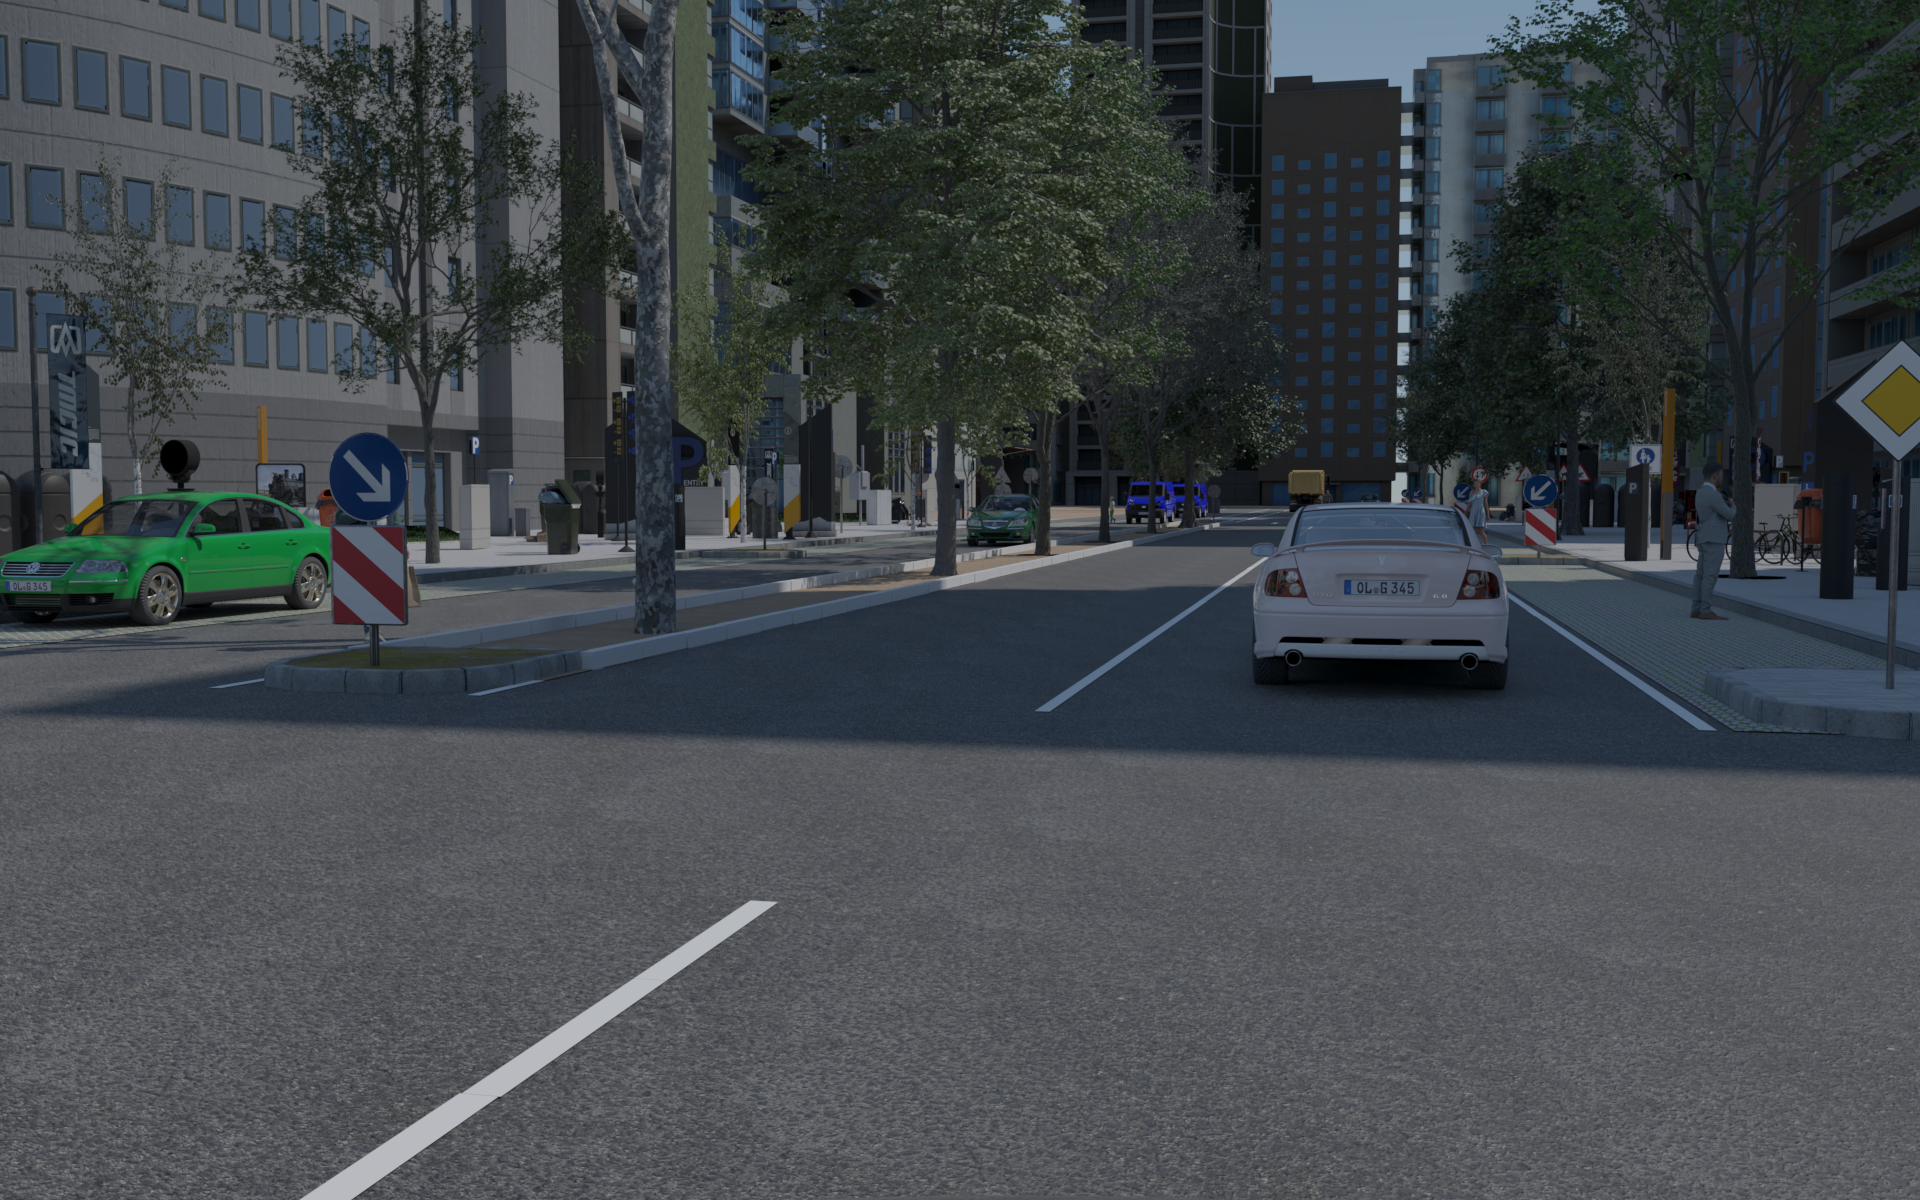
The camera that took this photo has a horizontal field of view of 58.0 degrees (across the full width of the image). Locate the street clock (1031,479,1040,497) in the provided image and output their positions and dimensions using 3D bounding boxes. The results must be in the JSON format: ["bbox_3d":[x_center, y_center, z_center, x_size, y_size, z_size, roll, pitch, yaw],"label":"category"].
[{"bbox_3d":[3.625,-4.789,82.871,0.471,2.002,0.358,0,4,7],"label":"street clock"}]

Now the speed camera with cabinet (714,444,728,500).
[{"bbox_3d":[-9.745,-4.566,68.983,0.660,3.252,2.038,-3,4,-37],"label":"speed camera with cabinet"}]

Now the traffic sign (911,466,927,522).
[{"bbox_3d":[-1.912,-4.865,79.653,0.768,2.556,0.104,1,4,17],"label":"traffic sign"}]

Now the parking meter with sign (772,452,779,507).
[{"bbox_3d":[-6.861,-4.607,71.581,1.738,3.016,0.543,-2,4,-30],"label":"parking meter with sign"}]

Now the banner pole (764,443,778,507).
[{"bbox_3d":[-9.123,-5.756,84.133,0.863,3.779,0.401,-2,4,-27],"label":"banner pole"}]

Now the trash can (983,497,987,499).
[{"bbox_3d":[1.478,-4.344,82.676,0.748,1.137,0.748,0,3,0],"label":"trash can"}]

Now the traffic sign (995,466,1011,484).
[{"bbox_3d":[1.907,-4.882,79.824,0.884,2.594,0.081,1,4,14],"label":"traffic sign"}]

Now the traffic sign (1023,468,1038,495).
[{"bbox_3d":[3.414,-5.139,84.130,0.768,2.556,0.104,1,4,22],"label":"traffic sign"}]

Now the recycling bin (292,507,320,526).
[{"bbox_3d":[-12.531,-1.249,32.974,0.722,1.027,0.722,2,4,34],"label":"recycling bin"}]

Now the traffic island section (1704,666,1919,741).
[{"bbox_3d":[6.140,0.665,11.405,2.009,0.180,2.903,1,4,13],"label":"traffic island section"}]

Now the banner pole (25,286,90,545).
[{"bbox_3d":[-11.043,-1.905,21.158,0.401,3.779,0.863,3,4,38],"label":"banner pole"}]

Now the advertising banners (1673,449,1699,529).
[{"bbox_3d":[26.556,-4.079,62.876,2.074,3.025,0.090,-1,4,-13],"label":"advertising banners"}]

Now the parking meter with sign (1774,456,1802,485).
[{"bbox_3d":[37.407,-4.978,77.655,0.543,3.016,1.738,-2,4,-30],"label":"parking meter with sign"}]

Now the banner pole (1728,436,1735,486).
[{"bbox_3d":[29.433,-4.610,65.383,0.863,3.779,0.401,1,4,12],"label":"banner pole"}]

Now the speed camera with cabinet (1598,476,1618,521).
[{"bbox_3d":[30.945,-5.414,82.860,2.038,3.252,0.660,0,4,3],"label":"speed camera with cabinet"}]

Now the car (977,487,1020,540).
[{"bbox_3d":[1.611,-2.743,54.640,2.009,1.686,4.222,1,4,12],"label":"car"}]

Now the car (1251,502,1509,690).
[{"bbox_3d":[3.408,-0.113,14.211,2.083,1.381,4.827,1,4,12],"label":"car"}]

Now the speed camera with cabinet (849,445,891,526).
[{"bbox_3d":[-3.667,-4.677,70.811,0.660,3.252,2.038,3,4,37],"label":"speed camera with cabinet"}]

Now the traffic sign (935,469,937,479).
[{"bbox_3d":[-0.828,-4.911,80.408,0.768,2.556,0.104,1,4,17],"label":"traffic sign"}]

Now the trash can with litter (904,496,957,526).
[{"bbox_3d":[-1.278,-3.550,69.107,2.233,1.210,1.678,1,4,11],"label":"trash can with litter"}]

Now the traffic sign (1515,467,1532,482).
[{"bbox_3d":[23.918,-4.477,73.209,0.884,2.594,0.081,1,4,18],"label":"traffic sign"}]

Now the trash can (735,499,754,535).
[{"bbox_3d":[-6.829,-2.627,54.611,0.748,1.137,0.748,0,3,0],"label":"trash can"}]

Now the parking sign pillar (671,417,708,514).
[{"bbox_3d":[-9.338,-4.346,59.522,1.447,3.967,1.447,-1,4,-15],"label":"parking sign pillar"}]

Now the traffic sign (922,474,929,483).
[{"bbox_3d":[-1.817,-4.980,81.524,0.768,2.556,0.104,1,4,16],"label":"traffic sign"}]

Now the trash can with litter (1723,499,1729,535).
[{"bbox_3d":[18.979,-1.963,43.481,0.624,1.170,1.055,2,4,25],"label":"trash can with litter"}]

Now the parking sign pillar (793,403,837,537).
[{"bbox_3d":[-4.408,-3.872,51.786,1.447,3.967,1.447,1,4,13],"label":"parking sign pillar"}]

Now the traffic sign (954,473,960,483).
[{"bbox_3d":[-0.437,-5.058,82.694,0.884,2.594,0.081,1,4,17],"label":"traffic sign"}]

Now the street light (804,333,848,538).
[{"bbox_3d":[-3.819,-4.747,50.147,1.470,5.913,1.316,1,4,13],"label":"street light"}]

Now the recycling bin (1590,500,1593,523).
[{"bbox_3d":[27.188,-3.865,75.753,0.722,1.027,0.722,-2,4,-28],"label":"recycling bin"}]

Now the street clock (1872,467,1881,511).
[{"bbox_3d":[24.355,-2.536,46.033,0.358,2.002,0.471,-1,4,-17],"label":"street clock"}]

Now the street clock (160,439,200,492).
[{"bbox_3d":[-10.385,-1.134,23.108,0.471,2.002,0.358,1,4,18],"label":"street clock"}]

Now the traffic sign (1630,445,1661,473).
[{"bbox_3d":[14.129,-2.057,35.755,0.606,2.300,0.079,1,4,18],"label":"traffic sign"}]

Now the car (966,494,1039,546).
[{"bbox_3d":[1.410,-2.277,49.029,2.131,1.459,4.920,1,4,12],"label":"car"}]

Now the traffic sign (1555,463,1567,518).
[{"bbox_3d":[25.139,-4.414,72.169,0.884,2.594,0.081,1,4,17],"label":"traffic sign"}]

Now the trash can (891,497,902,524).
[{"bbox_3d":[-2.882,-3.875,75.011,0.748,1.137,0.748,0,3,0],"label":"trash can"}]

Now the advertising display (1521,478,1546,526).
[{"bbox_3d":[23.302,-3.984,70.350,0.974,1.923,0.123,0,4,-3],"label":"advertising display"}]

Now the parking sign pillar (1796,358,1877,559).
[{"bbox_3d":[17.512,-2.819,34.559,1.447,3.967,1.447,-1,4,-11],"label":"parking sign pillar"}]

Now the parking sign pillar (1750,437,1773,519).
[{"bbox_3d":[32.193,-5.001,70.238,1.447,3.967,1.447,3,5,43],"label":"parking sign pillar"}]

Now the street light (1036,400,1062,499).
[{"bbox_3d":[4.307,-6.864,84.766,1.470,5.913,1.316,1,4,13],"label":"street light"}]

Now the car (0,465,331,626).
[{"bbox_3d":[-9.157,-0.701,20.255,1.959,1.807,4.718,1,4,13],"label":"car"}]

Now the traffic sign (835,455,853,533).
[{"bbox_3d":[-3.893,-3.467,56.792,0.768,2.556,0.104,1,4,17],"label":"traffic sign"}]

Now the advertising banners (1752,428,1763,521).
[{"bbox_3d":[20.605,-2.997,45.191,0.090,3.025,2.074,3,5,40],"label":"advertising banners"}]

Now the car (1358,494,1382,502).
[{"bbox_3d":[35.336,-8.531,149.270,2.009,1.686,4.222,1,4,13],"label":"car"}]

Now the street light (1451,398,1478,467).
[{"bbox_3d":[24.218,-6.759,83.055,1.470,5.913,1.316,1,4,13],"label":"street light"}]

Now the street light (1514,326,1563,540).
[{"bbox_3d":[16.024,-4.616,48.008,1.470,5.913,1.316,1,4,13],"label":"street light"}]

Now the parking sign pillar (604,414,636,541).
[{"bbox_3d":[-9.235,-3.666,48.410,1.447,3.967,1.447,0,4,1],"label":"parking sign pillar"}]

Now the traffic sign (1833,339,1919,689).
[{"bbox_3d":[6.116,-0.470,11.333,0.795,2.450,0.064,1,4,13],"label":"traffic sign"}]

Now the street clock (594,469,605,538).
[{"bbox_3d":[-10.524,-2.821,50.694,0.358,2.002,0.471,-1,4,-9],"label":"street clock"}]

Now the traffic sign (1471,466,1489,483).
[{"bbox_3d":[23.900,-4.867,79.685,0.768,2.556,0.104,1,4,17],"label":"traffic sign"}]

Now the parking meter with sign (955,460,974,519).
[{"bbox_3d":[-0.162,-5.693,89.349,1.738,3.016,0.543,-1,4,-20],"label":"parking meter with sign"}]

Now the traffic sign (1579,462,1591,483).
[{"bbox_3d":[25.328,-4.332,70.824,0.884,2.594,0.081,1,4,15],"label":"traffic sign"}]

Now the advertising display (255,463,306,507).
[{"bbox_3d":[-14.188,-1.896,36.218,0.974,1.923,0.123,-1,4,-14],"label":"advertising display"}]

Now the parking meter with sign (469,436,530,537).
[{"bbox_3d":[-13.882,-3.431,52.362,1.738,3.016,0.543,1,4,9],"label":"parking meter with sign"}]
